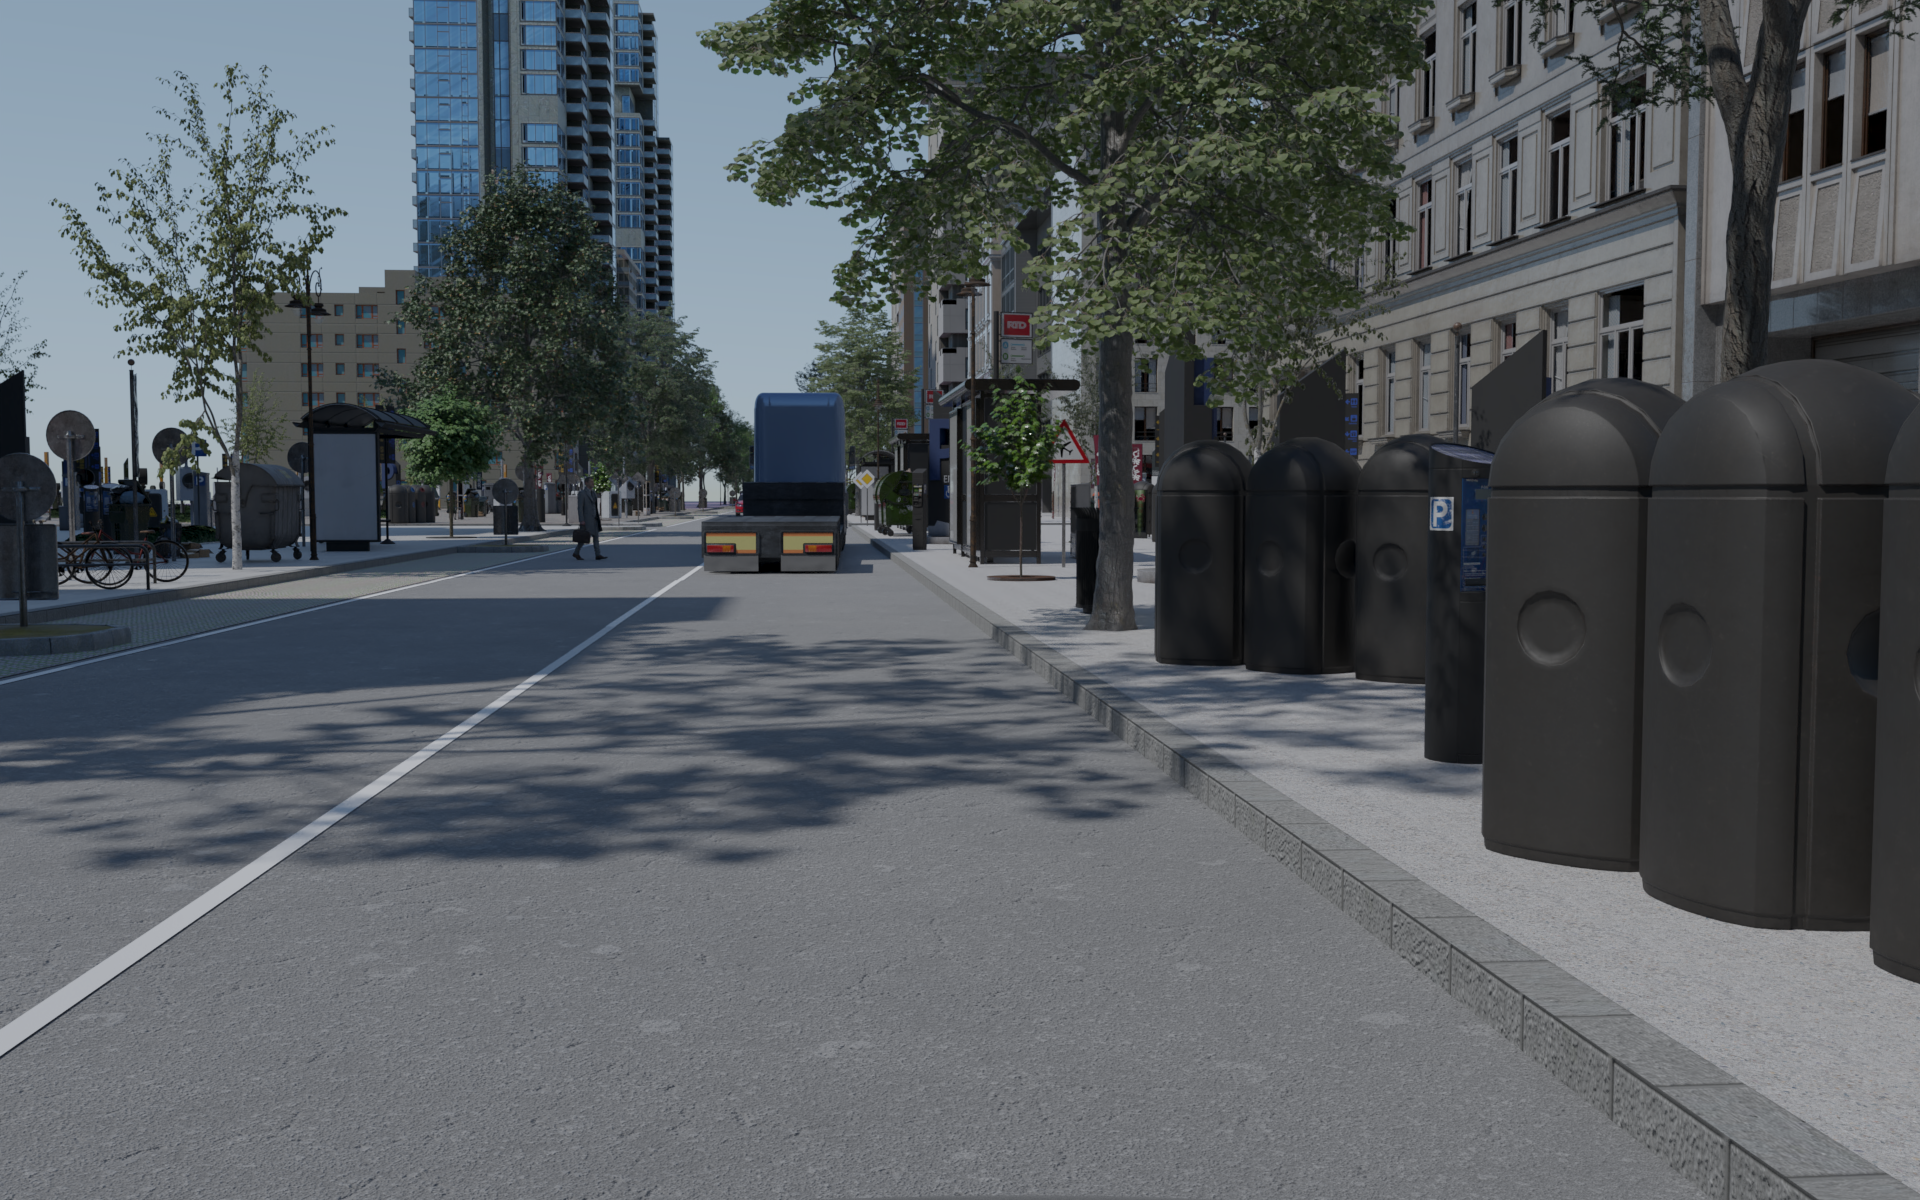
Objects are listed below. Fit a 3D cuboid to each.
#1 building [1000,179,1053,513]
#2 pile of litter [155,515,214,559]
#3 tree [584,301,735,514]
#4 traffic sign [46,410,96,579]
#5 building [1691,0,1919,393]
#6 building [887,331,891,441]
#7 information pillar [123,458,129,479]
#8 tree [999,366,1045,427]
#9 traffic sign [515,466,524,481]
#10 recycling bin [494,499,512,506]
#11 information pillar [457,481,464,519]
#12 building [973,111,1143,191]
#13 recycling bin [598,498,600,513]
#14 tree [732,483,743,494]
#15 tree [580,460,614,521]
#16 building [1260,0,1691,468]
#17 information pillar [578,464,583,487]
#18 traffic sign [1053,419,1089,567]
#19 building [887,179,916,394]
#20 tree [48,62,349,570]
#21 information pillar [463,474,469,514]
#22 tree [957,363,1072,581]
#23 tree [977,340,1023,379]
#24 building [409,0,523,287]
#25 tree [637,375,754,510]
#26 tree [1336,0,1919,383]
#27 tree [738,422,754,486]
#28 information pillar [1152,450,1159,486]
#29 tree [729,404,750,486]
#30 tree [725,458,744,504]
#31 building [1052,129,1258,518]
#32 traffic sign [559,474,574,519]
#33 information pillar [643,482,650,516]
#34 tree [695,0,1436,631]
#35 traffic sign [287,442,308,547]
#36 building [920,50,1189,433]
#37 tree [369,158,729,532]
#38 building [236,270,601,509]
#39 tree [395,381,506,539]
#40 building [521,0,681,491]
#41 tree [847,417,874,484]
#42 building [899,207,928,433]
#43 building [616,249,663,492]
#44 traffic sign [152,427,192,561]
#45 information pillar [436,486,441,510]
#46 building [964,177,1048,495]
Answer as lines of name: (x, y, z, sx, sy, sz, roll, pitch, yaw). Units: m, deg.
building: (11.305, -18.347, 119.042, 14.314, 24.678, 30.058, 0, 4, -5)
pile of litter: (-15.751, -1.296, 35.161, 1.176, 0.858, 1.719, 0, 3, 0)
tree: (-20.406, -12.638, 113.284, 9.857, 13.997, 8.962, 0, 3, 0)
traffic sign: (-13.460, -1.597, 26.222, 0.768, 2.556, 0.104, 0, 4, 3)
building: (19.263, -12.344, 19.848, 12.078, 24.808, 19.932, 0, 4, -5)
building: (-6.010, -32.641, 305.376, 14.160, 30.474, 14.107, 0, 4, -5)
information pillar: (-53.763, -7.363, 111.735, 0.183, 3.616, 0.504, 0, 4, 4)
tree: (2.808, -9.184, 100.518, 4.737, 8.622, 4.395, 0, 3, 0)
traffic sign: (-17.017, -4.136, 67.728, 0.768, 2.556, 0.104, 0, 4, 2)
recycling bin: (-23.473, -4.672, 88.944, 0.722, 1.027, 0.722, -3, 5, -39)
information pillar: (-25.467, -5.125, 88.290, 0.304, 2.012, 0.304, -1, 4, -19)
building: (14.402, -29.819, 179.426, 32.217, 40.220, 23.993, 0, 4, -5)
recycling bin: (-22.100, -5.758, 106.690, 0.722, 1.027, 0.722, 3, 5, 40)
tree: (-33.351, -16.165, 258.899, 1.663, 3.219, 1.824, 0, 3, 0)
tree: (-17.352, -5.472, 84.061, 1.663, 3.219, 1.824, 0, 3, 0)
building: (18.635, -12.950, 45.014, 16.112, 22.955, 30.059, 0, 4, -5)
information pillar: (-29.194, -8.685, 133.346, 0.504, 3.616, 0.183, 2, 4, 30)
traffic sign: (1.811, -1.847, 30.205, 0.884, 2.594, 0.081, 0, 4, 2)
building: (2.749, -42.515, 284.362, 28.713, 52.752, 27.495, 0, 4, -5)
tree: (-12.509, -4.819, 29.149, 4.737, 8.622, 4.395, 0, 3, 0)
information pillar: (-27.767, -6.468, 97.100, 0.504, 3.616, 0.183, -2, 4, -33)
tree: (0.779, -1.910, 25.825, 1.663, 3.219, 1.824, 0, 3, 0)
tree: (1.816, -7.905, 79.616, 4.360, 8.622, 3.978, 0, 3, 0)
building: (-48.866, -53.770, 191.814, 22.319, 86.520, 31.000, 0, 4, -5)
tree: (-23.221, -13.324, 143.606, 9.928, 11.665, 9.643, 0, 3, 0)
tree: (2.918, -4.421, 6.704, 7.601, 10.594, 8.767, -3, 5, -40)
tree: (-37.572, -24.571, 308.396, 9.857, 13.997, 8.962, 0, 3, 0)
information pillar: (9.158, -5.459, 80.606, 0.504, 3.616, 0.183, 3, 5, 41)
tree: (-24.987, -15.236, 166.115, 9.611, 12.733, 9.660, 0, 3, 0)
tree: (-30.374, -16.940, 227.325, 4.360, 8.622, 3.978, 0, 3, 0)
building: (14.120, -14.666, 94.539, 16.860, 20.320, 10.420, 0, 4, -5)
traffic sign: (-19.851, -5.340, 87.407, 0.768, 2.556, 0.104, 0, 4, 1)
information pillar: (-18.572, -6.007, 102.705, 0.304, 2.012, 0.304, 3, 5, 43)
tree: (1.358, -6.015, 16.466, 7.486, 12.596, 7.792, 0, 3, 0)
traffic sign: (-16.036, -2.578, 42.253, 0.768, 2.556, 0.104, 0, 4, 3)
building: (10.514, -37.636, 204.590, 28.713, 52.752, 27.495, 0, 4, -5)
tree: (-14.900, -8.710, 59.414, 9.611, 12.733, 9.660, 0, 3, 0)
building: (-49.385, -19.486, 163.640, 27.650, 21.520, 28.899, 0, 4, -5)
tree: (-14.933, -4.080, 50.420, 4.285, 4.588, 4.351, 0, 3, 0)
building: (-56.836, -59.306, 282.316, 22.319, 86.520, 31.000, 0, 4, -5)
tree: (-7.544, -11.115, 132.086, 4.737, 8.622, 4.395, 0, 3, 0)
building: (-2.038, -37.503, 263.277, 14.600, 45.320, 14.200, 0, 4, -5)
building: (-60.467, -34.432, 254.843, 32.217, 40.220, 23.993, 0, 4, -5)
traffic sign: (-15.036, -2.015, 33.055, 0.768, 2.556, 0.104, 0, 4, 0)
information pillar: (-42.085, -9.075, 139.725, 0.183, 3.616, 0.504, -3, 5, -44)
building: (7.719, -21.892, 143.838, 13.634, 28.700, 20.117, 0, 4, -5)
